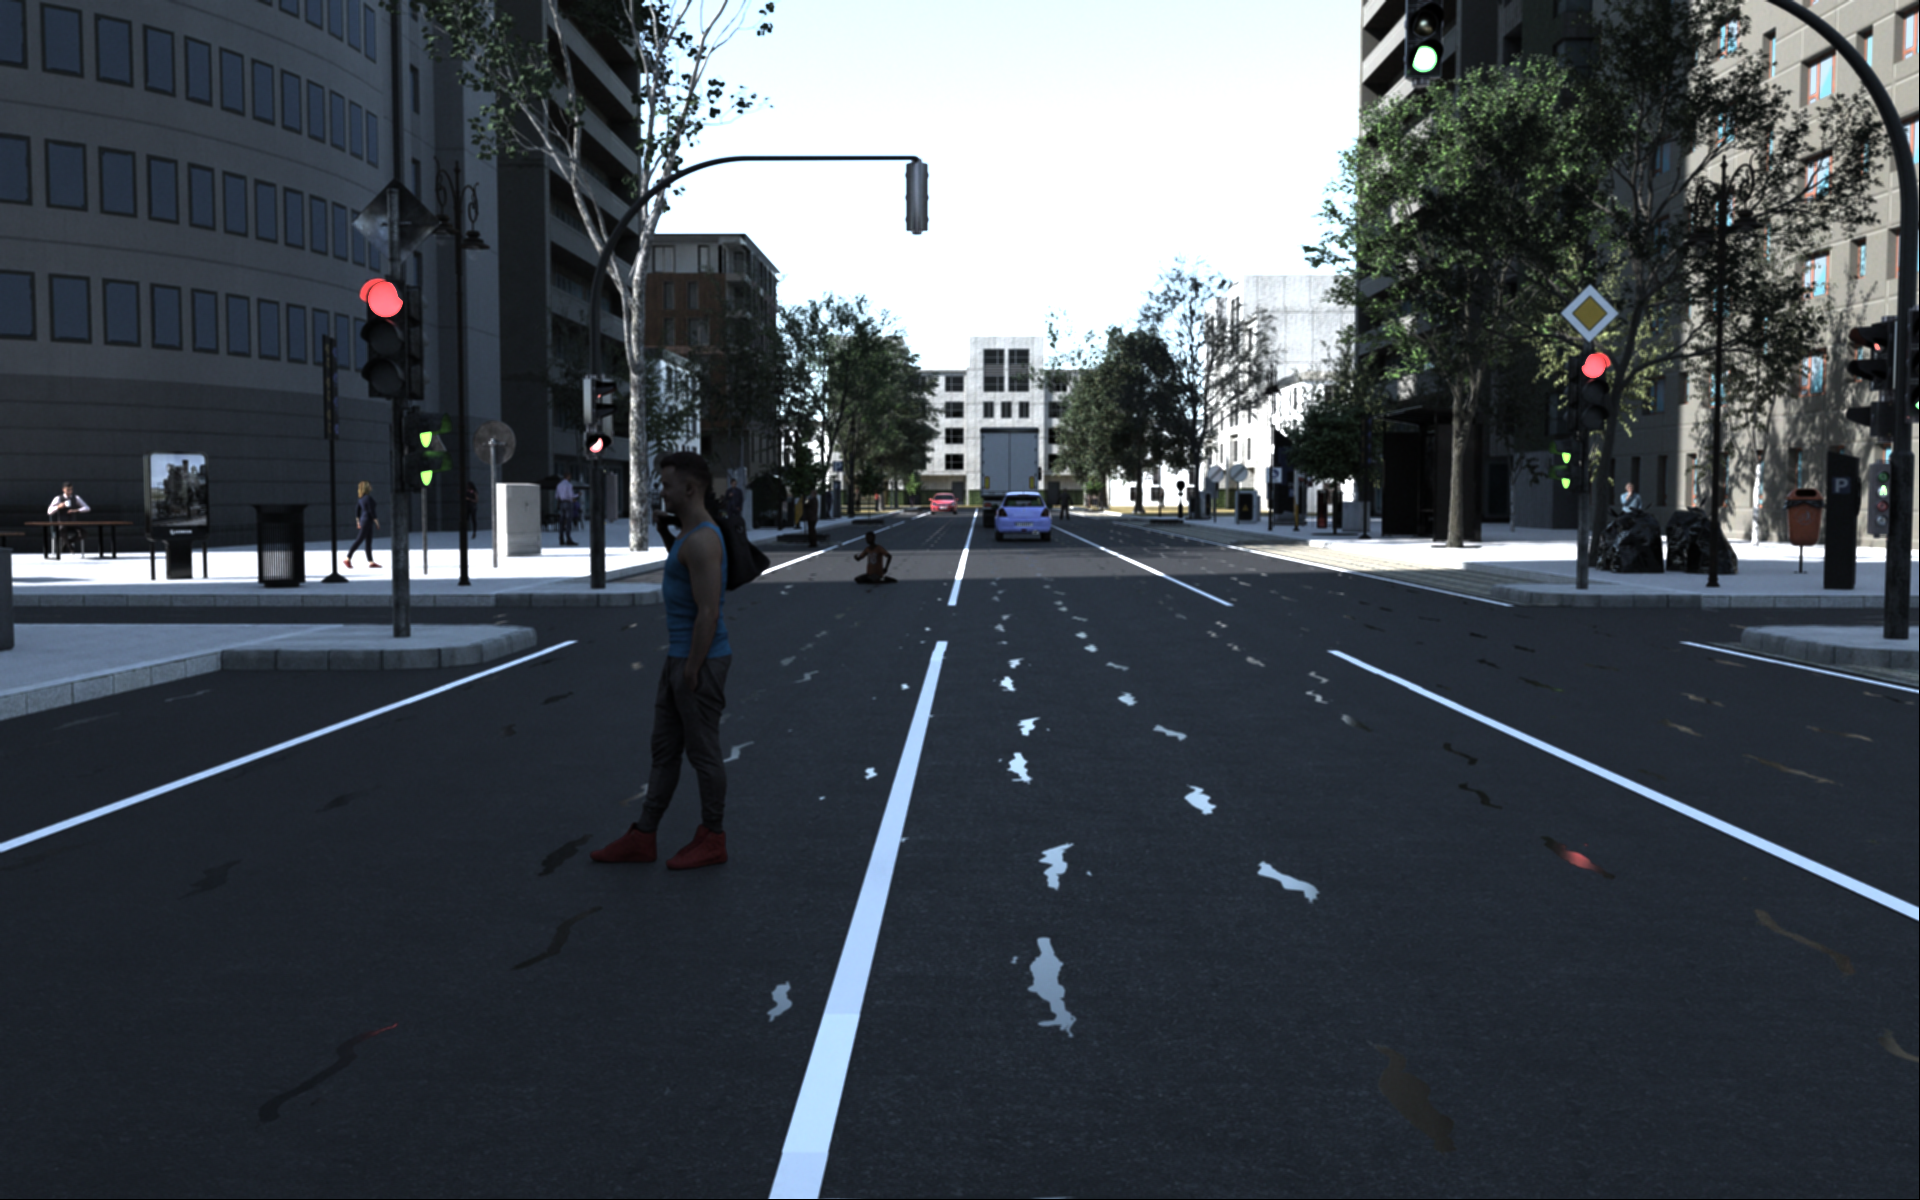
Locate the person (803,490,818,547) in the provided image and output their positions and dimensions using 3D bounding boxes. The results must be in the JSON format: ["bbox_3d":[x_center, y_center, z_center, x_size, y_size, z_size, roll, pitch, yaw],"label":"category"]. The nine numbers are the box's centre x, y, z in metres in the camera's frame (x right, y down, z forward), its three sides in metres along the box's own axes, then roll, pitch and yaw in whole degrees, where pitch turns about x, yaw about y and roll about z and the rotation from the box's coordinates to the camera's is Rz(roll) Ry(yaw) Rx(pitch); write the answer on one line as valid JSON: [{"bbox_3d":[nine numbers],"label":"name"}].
[{"bbox_3d":[-4.030,-2.203,46.796,0.388,1.546,0.482,1,4,12],"label":"person"}]

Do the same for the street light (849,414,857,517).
[{"bbox_3d":[-6.042,-7.667,98.143,0.468,5.910,1.993,0,4,1],"label":"street light"}]

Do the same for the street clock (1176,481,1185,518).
[{"bbox_3d":[11.813,-5.393,92.739,0.471,2.002,0.358,-3,5,-41],"label":"street clock"}]

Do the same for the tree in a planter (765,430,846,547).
[{"bbox_3d":[-4.311,-3.112,48.102,1.991,3.239,1.994,0,4,1],"label":"tree in a planter"}]

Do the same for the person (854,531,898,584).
[{"bbox_3d":[-1.439,-0.672,27.775,0.859,0.850,0.655,3,4,38],"label":"person"}]

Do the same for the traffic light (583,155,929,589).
[{"bbox_3d":[-2.805,-2.982,23.427,4.771,5.953,1.251,0,4,1],"label":"traffic light"}]

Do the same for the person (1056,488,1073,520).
[{"bbox_3d":[5.837,-5.360,96.690,0.990,1.755,0.434,1,4,18],"label":"person"}]

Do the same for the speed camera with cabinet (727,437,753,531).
[{"bbox_3d":[-7.680,-4.039,60.376,0.660,3.252,2.038,0,4,2],"label":"speed camera with cabinet"}]

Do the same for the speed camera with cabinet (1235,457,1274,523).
[{"bbox_3d":[13.136,-5.007,76.200,2.038,3.252,0.660,1,4,10],"label":"speed camera with cabinet"}]

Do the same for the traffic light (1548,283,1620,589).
[{"bbox_3d":[8.383,-2.101,23.273,0.839,4.253,0.868,0,4,1],"label":"traffic light"}]

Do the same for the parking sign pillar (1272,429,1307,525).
[{"bbox_3d":[13.674,-5.095,71.776,1.447,3.967,1.447,-1,4,-19],"label":"parking sign pillar"}]

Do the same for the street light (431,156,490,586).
[{"bbox_3d":[-6.967,-3.142,24.165,0.468,5.910,1.993,0,4,1],"label":"street light"}]

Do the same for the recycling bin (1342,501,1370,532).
[{"bbox_3d":[13.481,-2.836,58.926,0.722,1.027,0.722,3,5,41],"label":"recycling bin"}]

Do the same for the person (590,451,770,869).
[{"bbox_3d":[-1.089,0.222,6.740,0.662,1.594,0.647,-2,4,-27],"label":"person"}]

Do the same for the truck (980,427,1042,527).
[{"bbox_3d":[2.300,-5.473,78.398,2.839,4.237,11.283,0,4,2],"label":"truck"}]

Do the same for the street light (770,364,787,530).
[{"bbox_3d":[-6.375,-5.405,61.153,0.468,5.910,1.993,0,4,1],"label":"street light"}]

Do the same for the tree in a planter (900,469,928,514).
[{"bbox_3d":[-3.363,-7.857,125.686,1.991,3.239,1.994,0,4,1],"label":"tree in a planter"}]

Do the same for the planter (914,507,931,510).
[{"bbox_3d":[-3.037,-8.056,152.858,1.991,0.319,1.994,0,4,1],"label":"planter"}]

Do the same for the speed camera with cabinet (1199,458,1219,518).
[{"bbox_3d":[13.317,-6.051,93.264,0.660,3.252,2.038,2,4,30],"label":"speed camera with cabinet"}]

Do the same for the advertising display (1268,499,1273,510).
[{"bbox_3d":[14.724,-4.611,80.597,0.123,1.923,0.974,-2,4,-33],"label":"advertising display"}]

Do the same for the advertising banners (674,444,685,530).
[{"bbox_3d":[-10.026,-4.027,62.028,0.090,3.025,2.074,-1,4,-19],"label":"advertising banners"}]

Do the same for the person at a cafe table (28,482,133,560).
[{"bbox_3d":[-17.594,-1.582,34.380,1.698,1.524,1.622,-3,5,-45],"label":"person at a cafe table"}]

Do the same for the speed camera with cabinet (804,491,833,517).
[{"bbox_3d":[-7.851,-6.175,95.294,2.038,3.252,0.660,3,5,42],"label":"speed camera with cabinet"}]

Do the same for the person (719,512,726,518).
[{"bbox_3d":[-12.804,-4.743,91.880,0.859,0.850,0.655,-1,4,-12],"label":"person"}]

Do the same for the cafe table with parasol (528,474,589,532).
[{"bbox_3d":[-13.888,-3.354,59.705,2.610,1.966,2.610,-1,4,-13],"label":"cafe table with parasol"}]

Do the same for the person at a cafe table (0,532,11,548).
[{"bbox_3d":[-14.870,-1.021,25.209,1.698,1.524,1.622,2,4,35],"label":"person at a cafe table"}]

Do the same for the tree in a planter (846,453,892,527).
[{"bbox_3d":[-3.976,-4.793,75.583,1.991,3.239,1.994,0,4,1],"label":"tree in a planter"}]

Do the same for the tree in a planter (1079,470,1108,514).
[{"bbox_3d":[9.652,-7.822,125.104,1.991,3.239,1.994,0,4,1],"label":"tree in a planter"}]

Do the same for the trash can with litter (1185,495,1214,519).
[{"bbox_3d":[12.391,-4.762,88.911,2.233,1.210,1.678,-2,4,-34],"label":"trash can with litter"}]

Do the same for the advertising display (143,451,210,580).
[{"bbox_3d":[-11.796,-1.278,26.116,0.123,1.923,0.974,2,4,34],"label":"advertising display"}]

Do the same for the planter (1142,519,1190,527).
[{"bbox_3d":[9.065,-3.381,76.414,1.991,0.319,1.994,0,4,1],"label":"planter"}]

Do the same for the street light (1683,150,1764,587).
[{"bbox_3d":[10.415,-3.119,23.782,0.468,5.910,1.993,0,4,1],"label":"street light"}]

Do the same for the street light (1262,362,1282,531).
[{"bbox_3d":[10.916,-5.381,60.771,0.468,5.910,1.993,0,4,1],"label":"street light"}]

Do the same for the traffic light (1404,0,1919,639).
[{"bbox_3d":[6.193,-2.477,15.172,4.771,5.953,1.251,0,4,1],"label":"traffic light"}]

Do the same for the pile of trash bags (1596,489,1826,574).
[{"bbox_3d":[12.271,-1.139,28.382,3.447,1.369,1.912,1,4,20],"label":"pile of trash bags"}]

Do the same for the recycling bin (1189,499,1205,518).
[{"bbox_3d":[12.427,-4.793,90.915,0.722,1.027,0.722,1,4,21],"label":"recycling bin"}]

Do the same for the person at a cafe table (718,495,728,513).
[{"bbox_3d":[-11.629,-4.310,81.328,1.726,1.238,1.698,-1,4,-10],"label":"person at a cafe table"}]

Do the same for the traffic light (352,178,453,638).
[{"bbox_3d":[-4.995,-1.622,15.433,0.839,4.253,0.868,0,4,1],"label":"traffic light"}]

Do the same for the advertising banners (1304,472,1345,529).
[{"bbox_3d":[13.644,-4.214,65.085,0.090,3.025,2.074,-2,4,-35],"label":"advertising banners"}]

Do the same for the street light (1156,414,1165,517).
[{"bbox_3d":[11.326,-7.654,97.935,0.468,5.910,1.993,0,4,1],"label":"street light"}]

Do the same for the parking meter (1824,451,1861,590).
[{"bbox_3d":[11.896,-1.078,23.336,0.399,1.863,0.255,2,4,35],"label":"parking meter"}]
